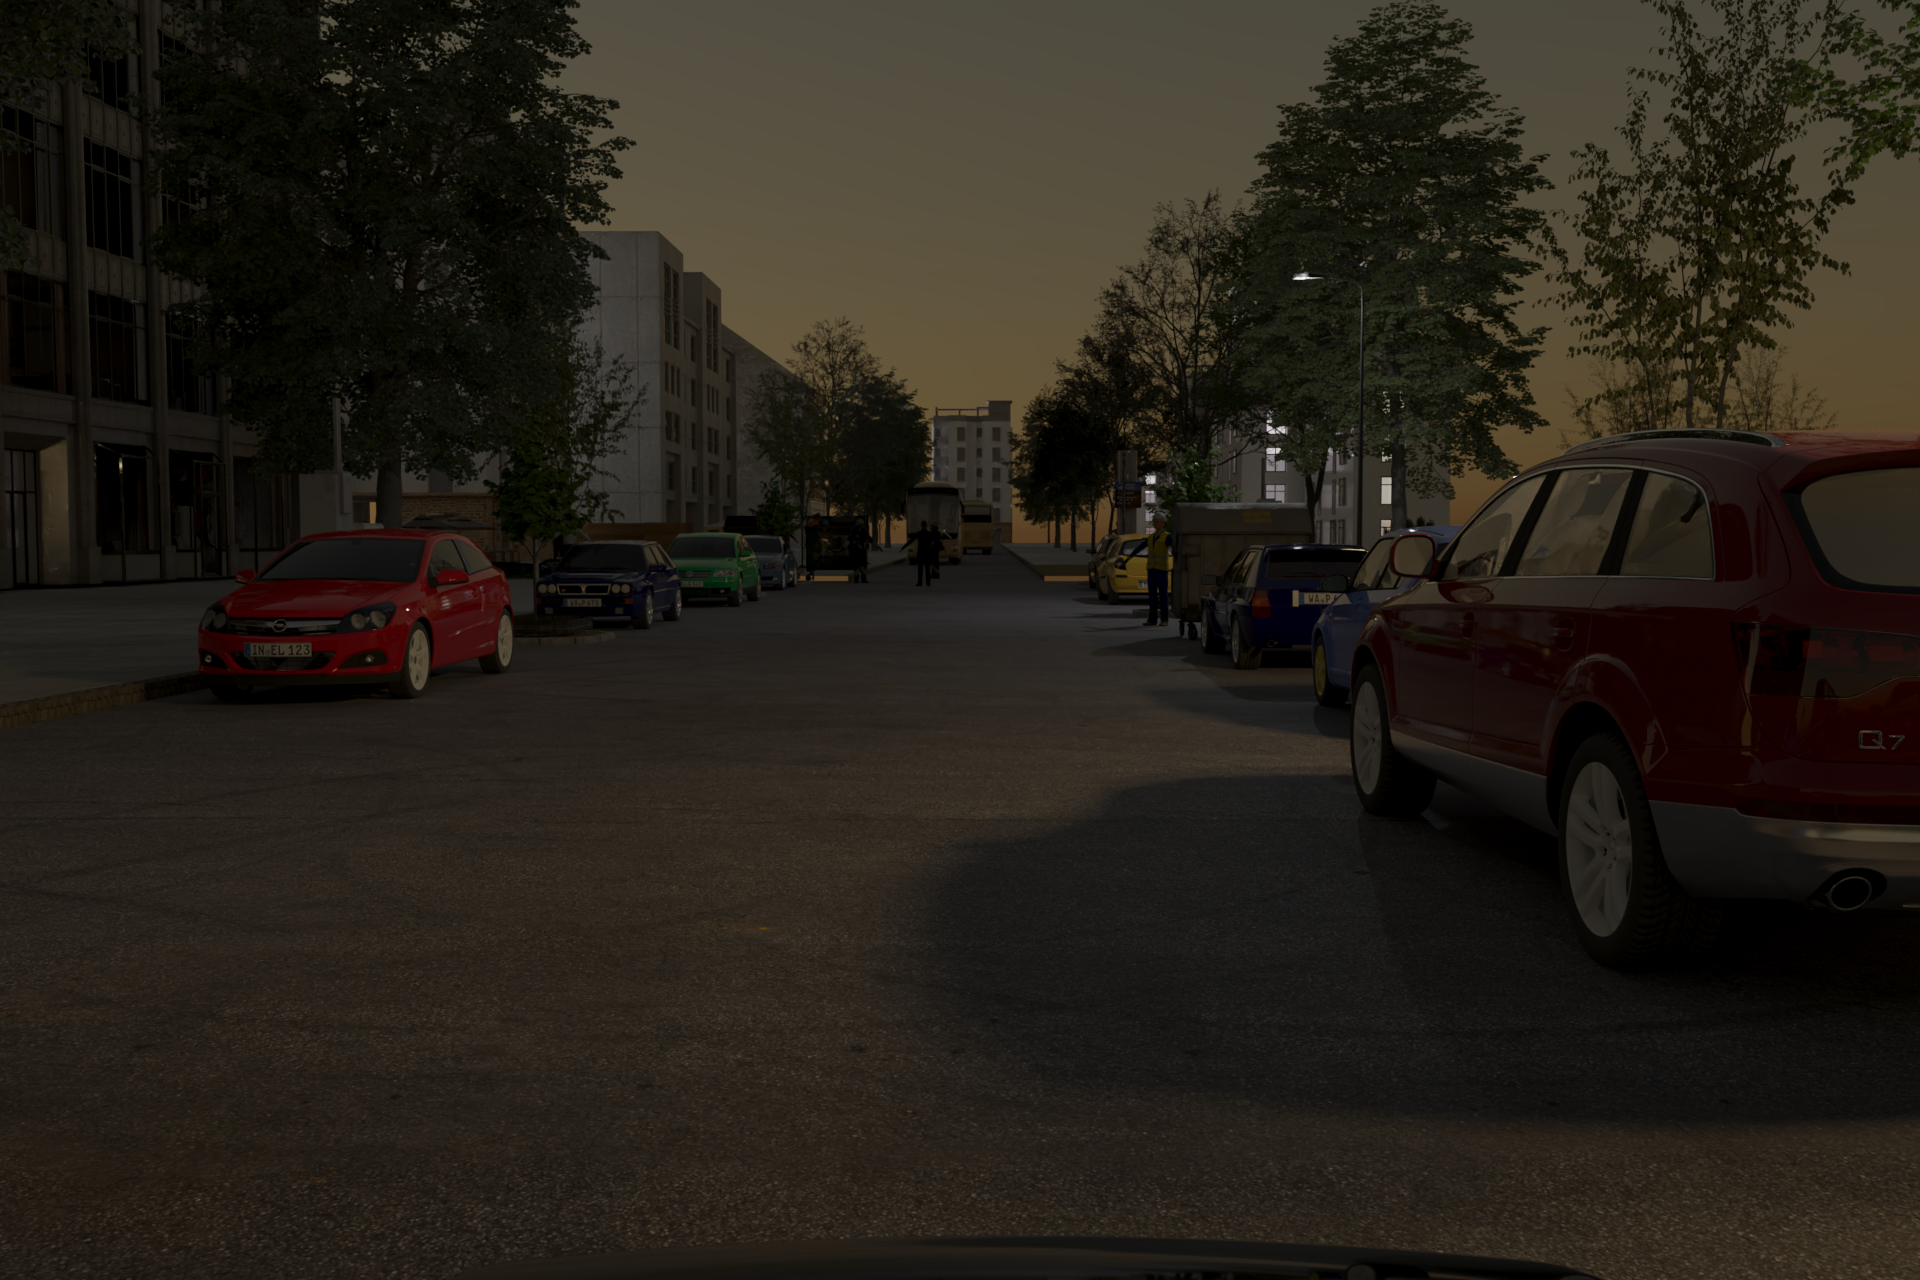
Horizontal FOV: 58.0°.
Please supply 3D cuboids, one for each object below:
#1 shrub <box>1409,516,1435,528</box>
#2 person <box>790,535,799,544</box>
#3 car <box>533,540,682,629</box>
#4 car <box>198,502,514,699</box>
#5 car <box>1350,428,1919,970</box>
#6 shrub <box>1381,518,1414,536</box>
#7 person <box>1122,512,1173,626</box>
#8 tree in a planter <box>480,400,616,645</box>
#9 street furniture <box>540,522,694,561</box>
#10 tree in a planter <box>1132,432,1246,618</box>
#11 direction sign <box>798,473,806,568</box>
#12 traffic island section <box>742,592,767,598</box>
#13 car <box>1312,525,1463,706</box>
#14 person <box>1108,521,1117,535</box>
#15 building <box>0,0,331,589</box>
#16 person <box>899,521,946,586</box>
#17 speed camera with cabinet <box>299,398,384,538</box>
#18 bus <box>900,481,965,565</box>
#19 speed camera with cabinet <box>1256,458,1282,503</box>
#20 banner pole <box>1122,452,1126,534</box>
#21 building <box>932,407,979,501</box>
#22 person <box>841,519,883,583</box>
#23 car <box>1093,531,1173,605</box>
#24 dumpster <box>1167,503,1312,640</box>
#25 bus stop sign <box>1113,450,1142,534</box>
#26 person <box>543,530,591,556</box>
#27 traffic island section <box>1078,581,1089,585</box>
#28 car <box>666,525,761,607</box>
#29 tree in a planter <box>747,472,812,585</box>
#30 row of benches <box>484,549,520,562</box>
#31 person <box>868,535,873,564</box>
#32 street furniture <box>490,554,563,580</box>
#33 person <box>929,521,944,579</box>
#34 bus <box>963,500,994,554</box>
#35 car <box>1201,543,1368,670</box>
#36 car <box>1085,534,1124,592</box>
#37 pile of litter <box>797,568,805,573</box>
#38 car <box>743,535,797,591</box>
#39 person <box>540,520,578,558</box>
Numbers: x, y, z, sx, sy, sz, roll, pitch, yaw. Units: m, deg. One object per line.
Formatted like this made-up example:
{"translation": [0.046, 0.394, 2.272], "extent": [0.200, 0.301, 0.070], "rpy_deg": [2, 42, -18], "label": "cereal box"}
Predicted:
{"translation": [17.791, -3.812, 66.739], "extent": [1.690, 2.028, 1.600], "rpy_deg": [0, 3, 0], "label": "shrub"}
{"translation": [-6.832, -3.781, 67.759], "extent": [0.705, 1.837, 1.347], "rpy_deg": [3, 4, 36], "label": "person"}
{"translation": [-5.505, -0.900, 27.296], "extent": [1.945, 1.354, 3.894], "rpy_deg": [0, 4, 1], "label": "car"}
{"translation": [-5.576, -0.450, 16.391], "extent": [2.155, 1.783, 4.494], "rpy_deg": [0, 4, 1], "label": "car"}
{"translation": [3.097, 0.088, 7.237], "extent": [2.281, 1.827, 5.304], "rpy_deg": [0, 4, -1], "label": "car"}
{"translation": [16.586, -3.704, 64.981], "extent": [1.690, 2.028, 1.600], "rpy_deg": [0, 3, 0], "label": "shrub"}
{"translation": [3.045, -1.105, 26.987], "extent": [1.216, 1.772, 0.721], "rpy_deg": [3, 5, 42], "label": "person"}
{"translation": [-5.732, -1.592, 23.258], "extent": [1.991, 3.239, 1.994], "rpy_deg": [0, 4, 1], "label": "tree in a planter"}
{"translation": [-12.145, -3.811, 69.165], "extent": [9.812, 1.723, 11.010], "rpy_deg": [-1, 4, -17], "label": "street furniture"}
{"translation": [4.061, -2.030, 30.408], "extent": [1.991, 3.239, 1.994], "rpy_deg": [0, 4, 1], "label": "tree in a planter"}
{"translation": [-5.910, -4.454, 64.812], "extent": [0.379, 3.537, 0.876], "rpy_deg": [0, 4, 3], "label": "direction sign"}
{"translation": [-5.486, -1.031, 39.724], "extent": [1.991, 0.108, 1.994], "rpy_deg": [0, 4, 1], "label": "traffic island section"}
{"translation": [3.825, -0.229, 13.338], "extent": [1.945, 1.707, 3.694], "rpy_deg": [0, 3, 0], "label": "car"}
{"translation": [5.322, -3.143, 58.191], "extent": [1.217, 1.733, 0.721], "rpy_deg": [1, 4, 10], "label": "person"}
{"translation": [-27.057, -13.574, 38.587], "extent": [14.369, 24.946, 33.146], "rpy_deg": [0, 4, 2], "label": "building"}
{"translation": [-0.998, -2.374, 47.490], "extent": [1.346, 1.802, 0.704], "rpy_deg": [-1, 4, -18], "label": "person"}
{"translation": [-9.270, -1.937, 26.010], "extent": [0.660, 3.252, 2.038], "rpy_deg": [0, 3, 0], "label": "speed camera with cabinet"}
{"translation": [-1.155, -5.674, 84.313], "extent": [2.896, 3.916, 12.252], "rpy_deg": [0, 4, 1], "label": "bus"}
{"translation": [8.029, -3.053, 44.256], "extent": [0.660, 3.252, 2.038], "rpy_deg": [0, 4, 1], "label": "speed camera with cabinet"}
{"translation": [5.014, -3.844, 52.873], "extent": [0.401, 3.779, 0.863], "rpy_deg": [0, 4, 1], "label": "banner pole"}
{"translation": [-3.691, -23.876, 249.247], "extent": [11.380, 20.090, 16.016], "rpy_deg": [0, 4, 3], "label": "building"}
{"translation": [-2.899, -2.592, 50.609], "extent": [1.354, 1.856, 0.705], "rpy_deg": [-2, 4, -30], "label": "person"}
{"translation": [3.839, -1.602, 36.411], "extent": [2.015, 1.641, 3.980], "rpy_deg": [0, 3, 0], "label": "car"}
{"translation": [3.826, -0.951, 23.772], "extent": [1.865, 1.857, 1.264], "rpy_deg": [0, 3, 0], "label": "dumpster"}
{"translation": [5.273, -4.018, 54.706], "extent": [0.837, 3.901, 0.837], "rpy_deg": [0, 4, 0], "label": "bus stop sign"}
{"translation": [-10.126, -2.370, 44.901], "extent": [1.344, 1.810, 0.704], "rpy_deg": [-2, 4, -30], "label": "person"}
{"translation": [4.366, -1.614, 49.260], "extent": [1.991, 0.108, 1.994], "rpy_deg": [0, 4, 0], "label": "traffic island section"}
{"translation": [-5.181, -1.638, 35.576], "extent": [1.959, 1.807, 4.718], "rpy_deg": [0, 4, 1], "label": "car"}
{"translation": [-5.281, -3.197, 49.496], "extent": [1.991, 3.239, 1.994], "rpy_deg": [0, 4, 0], "label": "tree in a planter"}
{"translation": [-18.695, -3.372, 70.598], "extent": [1.422, 0.672, 4.104], "rpy_deg": [0, 4, -1], "label": "row of benches"}
{"translation": [-3.974, -4.105, 73.256], "extent": [0.704, 1.843, 1.345], "rpy_deg": [1, 4, 22], "label": "person"}
{"translation": [-11.847, -2.314, 53.463], "extent": [5.734, 0.657, 10.072], "rpy_deg": [1, 4, 17], "label": "street furniture"}
{"translation": [-0.839, -2.902, 55.677], "extent": [0.705, 1.856, 1.354], "rpy_deg": [-2, 4, -29], "label": "person"}
{"translation": [1.003, -8.136, 124.571], "extent": [2.896, 3.916, 12.252], "rpy_deg": [0, 4, 0], "label": "bus"}
{"translation": [3.769, -0.430, 19.610], "extent": [1.945, 1.354, 3.894], "rpy_deg": [0, 4, 0], "label": "car"}
{"translation": [4.247, -2.118, 44.418], "extent": [2.009, 1.686, 4.222], "rpy_deg": [0, 4, 1], "label": "car"}
{"translation": [-5.698, -2.632, 56.998], "extent": [1.176, 0.858, 1.719], "rpy_deg": [0, 4, 2], "label": "pile of litter"}
{"translation": [-5.311, -2.048, 45.489], "extent": [2.014, 1.417, 4.499], "rpy_deg": [0, 4, 1], "label": "car"}
{"translation": [-13.891, -3.292, 59.961], "extent": [1.346, 1.812, 0.704], "rpy_deg": [0, 4, 3], "label": "person"}
